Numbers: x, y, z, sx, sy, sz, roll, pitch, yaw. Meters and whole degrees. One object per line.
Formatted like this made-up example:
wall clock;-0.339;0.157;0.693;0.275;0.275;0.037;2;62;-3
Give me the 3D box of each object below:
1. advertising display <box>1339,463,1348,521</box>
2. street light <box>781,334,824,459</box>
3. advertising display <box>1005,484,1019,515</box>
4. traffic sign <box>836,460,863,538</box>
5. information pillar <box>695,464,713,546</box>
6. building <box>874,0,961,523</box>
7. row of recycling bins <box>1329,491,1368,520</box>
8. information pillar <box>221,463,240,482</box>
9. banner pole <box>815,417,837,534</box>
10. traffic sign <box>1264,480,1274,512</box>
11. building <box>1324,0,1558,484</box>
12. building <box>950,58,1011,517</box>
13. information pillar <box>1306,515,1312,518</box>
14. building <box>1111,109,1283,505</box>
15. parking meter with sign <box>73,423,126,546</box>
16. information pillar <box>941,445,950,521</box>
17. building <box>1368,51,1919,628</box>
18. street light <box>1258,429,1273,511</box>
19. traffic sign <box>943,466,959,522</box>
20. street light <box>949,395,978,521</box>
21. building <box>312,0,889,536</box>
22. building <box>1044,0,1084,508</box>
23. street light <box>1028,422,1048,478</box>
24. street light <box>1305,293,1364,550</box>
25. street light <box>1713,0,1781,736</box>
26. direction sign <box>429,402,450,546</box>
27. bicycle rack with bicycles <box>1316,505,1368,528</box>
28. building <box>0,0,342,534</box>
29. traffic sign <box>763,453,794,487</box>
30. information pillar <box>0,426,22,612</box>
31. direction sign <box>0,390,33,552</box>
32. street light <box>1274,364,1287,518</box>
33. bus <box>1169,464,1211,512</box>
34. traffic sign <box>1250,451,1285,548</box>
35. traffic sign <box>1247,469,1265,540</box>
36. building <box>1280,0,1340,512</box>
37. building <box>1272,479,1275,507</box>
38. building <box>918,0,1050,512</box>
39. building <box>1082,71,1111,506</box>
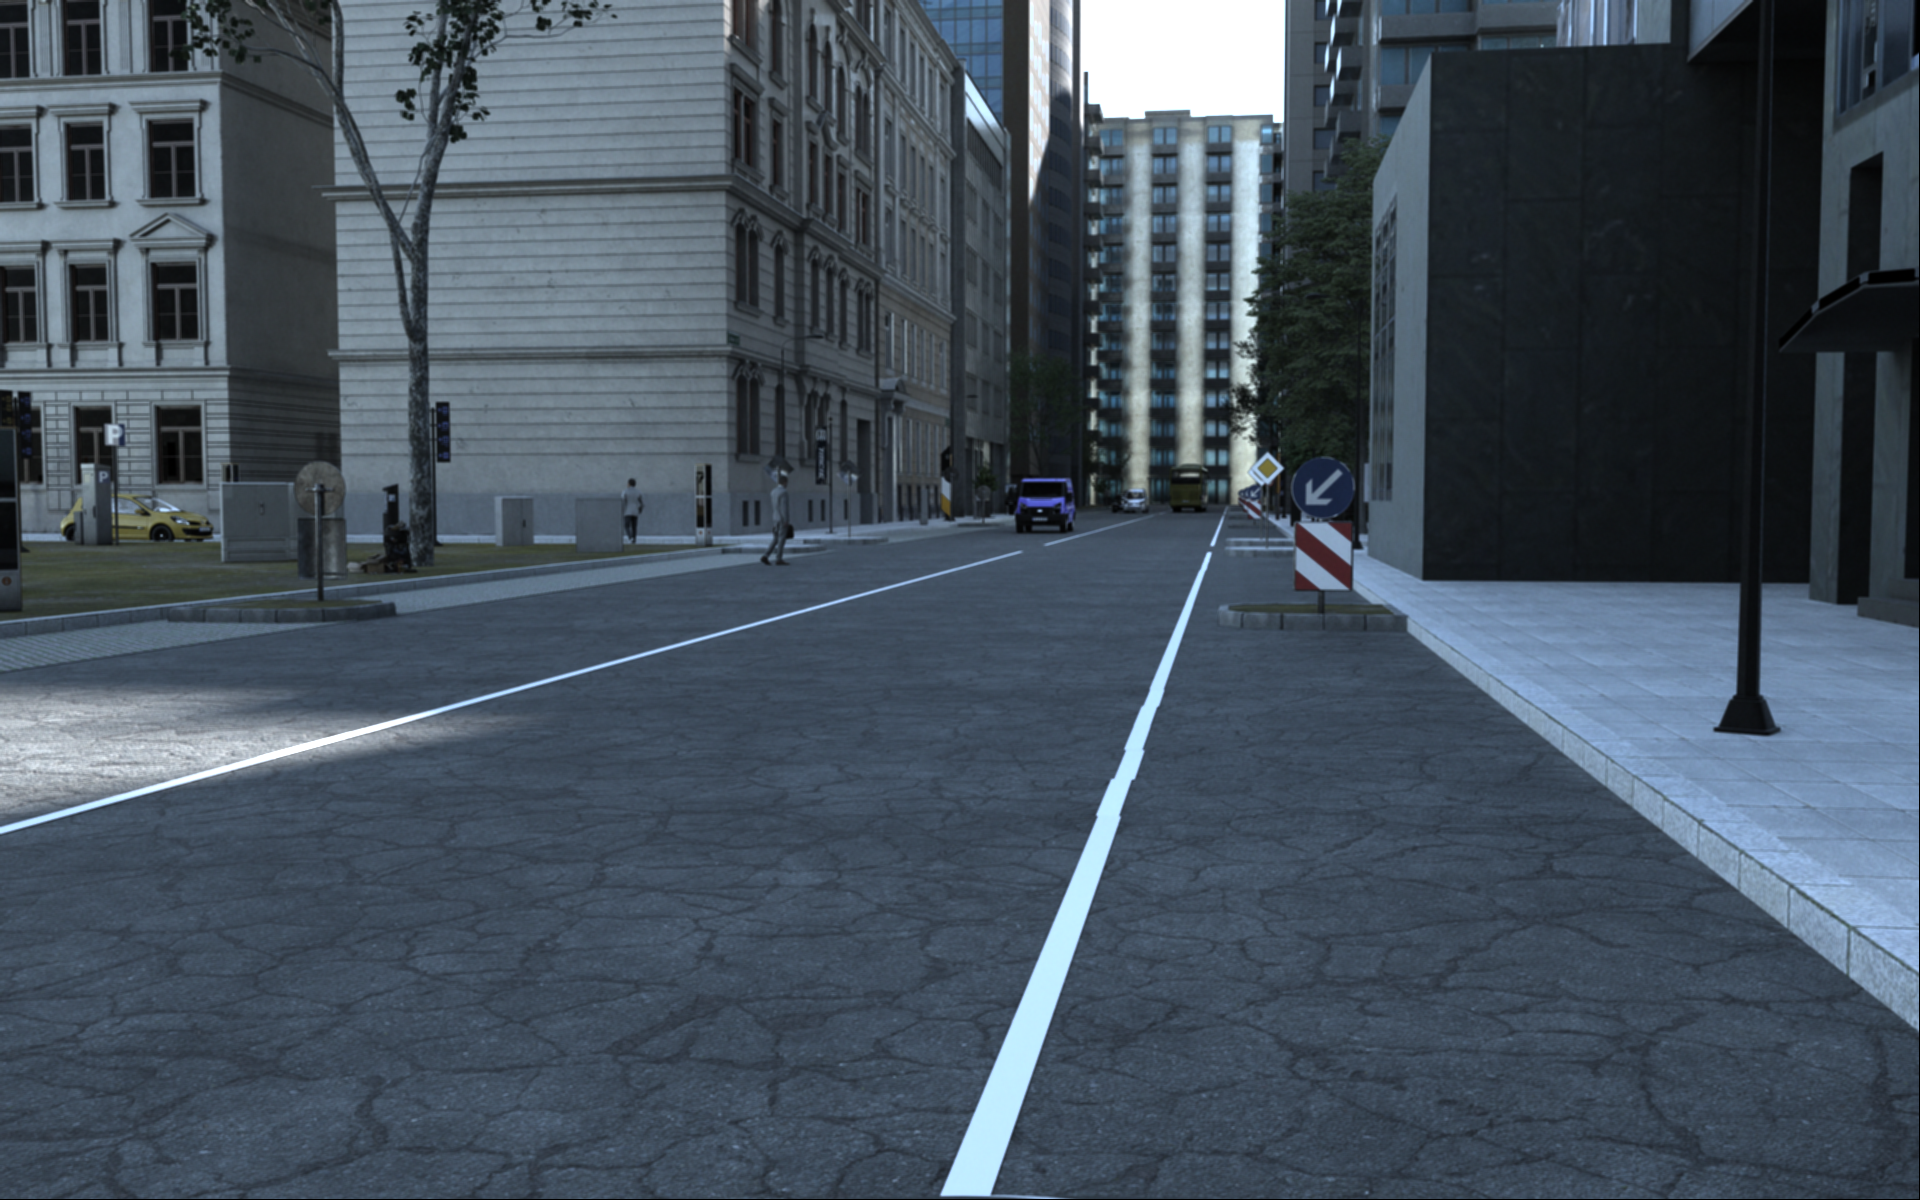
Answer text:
advertising display;8.067;-1.911;36.466;0.123;1.923;0.974;1;4;15
street light;-4.643;-4.772;50.557;1.470;5.913;1.316;1;4;9
advertising display;3.158;-6.167;106.050;0.974;1.923;0.123;3;4;38
traffic sign;-3.227;-2.867;50.518;0.795;2.450;0.064;1;4;9
information pillar;-6.286;-2.325;42.501;0.304;2.012;0.304;2;4;27
building;-8.090;-18.314;85.331;13.634;28.700;20.117;1;4;9
row of recycling bins;18.945;-4.782;85.301;1.069;1.692;3.534;-2;4;-29
information pillar;-17.399;-2.254;41.339;0.304;2.012;0.304;1;4;10
banner pole;-4.362;-4.041;56.092;0.863;3.779;0.401;-3;5;-43
traffic sign;21.602;-7.409;121.244;0.768;2.556;0.104;1;4;13
building;32.881;-29.404;100.369;23.786;49.044;30.456;1;4;9
building;-4.156;-17.558;105.093;12.078;24.808;19.932;1;4;9
information pillar;18.517;-5.335;91.714;0.304;2.012;0.304;1;4;15
building;26.016;-36.629;218.494;30.456;49.044;23.786;1;4;9
parking meter with sign;-21.651;-2.886;43.452;1.738;3.016;0.543;2;4;34
information pillar;-0.679;-5.625;83.317;0.504;3.616;0.183;-2;4;-29
building;17.104;-43.040;16.372;22.319;86.520;31.000;1;4;9
street light;16.701;-7.308;92.031;1.470;5.913;1.316;1;4;9
traffic sign;-0.404;-4.852;79.439;0.768;2.556;0.104;1;4;16
street light;0.167;-6.658;81.398;1.470;5.913;1.316;1;4;9
building;-11.378;-16.893;63.583;14.401;28.519;23.554;1;4;9
building;-0.711;-37.422;153.853;21.231;58.520;28.212;1;4;9
street light;4.994;-8.531;112.020;1.470;5.913;1.316;1;4;9
street light;8.675;-4.135;40.146;1.470;5.913;1.316;1;4;9
street light;3.726;-2.247;9.284;1.470;5.913;1.316;1;4;9
direction sign;-12.968;-3.101;42.693;0.876;3.537;0.379;1;4;11
bicycle rack with bicycles;13.395;-2.773;58.727;2.925;0.926;2.852;0;4;4
building;-32.156;-13.757;61.079;21.152;22.565;11.583;1;4;9
traffic sign;-4.466;-2.385;42.630;0.795;2.450;0.064;1;4;9
information pillar;-10.467;-0.881;18.897;0.304;2.012;0.304;-3;5;-44
direction sign;-20.717;-2.818;38.077;0.379;3.537;0.876;1;4;13
street light;11.992;-5.432;61.347;1.470;5.913;1.316;1;4;9
bus;18.648;-9.112;140.534;2.896;3.916;12.252;1;4;11
traffic sign;7.232;-2.271;40.779;0.795;2.450;0.064;1;4;9
traffic sign;8.471;-2.754;48.667;0.795;2.450;0.064;1;4;9
building;35.928;-36.296;135.440;21.231;58.520;28.212;1;4;9
building;49.389;-29.950;181.564;32.217;40.220;23.993;1;4;9
building;-0.776;-29.520;132.765;14.600;45.320;14.200;1;4;9
building;0.012;-34.805;188.665;30.456;49.044;23.786;1;4;9
